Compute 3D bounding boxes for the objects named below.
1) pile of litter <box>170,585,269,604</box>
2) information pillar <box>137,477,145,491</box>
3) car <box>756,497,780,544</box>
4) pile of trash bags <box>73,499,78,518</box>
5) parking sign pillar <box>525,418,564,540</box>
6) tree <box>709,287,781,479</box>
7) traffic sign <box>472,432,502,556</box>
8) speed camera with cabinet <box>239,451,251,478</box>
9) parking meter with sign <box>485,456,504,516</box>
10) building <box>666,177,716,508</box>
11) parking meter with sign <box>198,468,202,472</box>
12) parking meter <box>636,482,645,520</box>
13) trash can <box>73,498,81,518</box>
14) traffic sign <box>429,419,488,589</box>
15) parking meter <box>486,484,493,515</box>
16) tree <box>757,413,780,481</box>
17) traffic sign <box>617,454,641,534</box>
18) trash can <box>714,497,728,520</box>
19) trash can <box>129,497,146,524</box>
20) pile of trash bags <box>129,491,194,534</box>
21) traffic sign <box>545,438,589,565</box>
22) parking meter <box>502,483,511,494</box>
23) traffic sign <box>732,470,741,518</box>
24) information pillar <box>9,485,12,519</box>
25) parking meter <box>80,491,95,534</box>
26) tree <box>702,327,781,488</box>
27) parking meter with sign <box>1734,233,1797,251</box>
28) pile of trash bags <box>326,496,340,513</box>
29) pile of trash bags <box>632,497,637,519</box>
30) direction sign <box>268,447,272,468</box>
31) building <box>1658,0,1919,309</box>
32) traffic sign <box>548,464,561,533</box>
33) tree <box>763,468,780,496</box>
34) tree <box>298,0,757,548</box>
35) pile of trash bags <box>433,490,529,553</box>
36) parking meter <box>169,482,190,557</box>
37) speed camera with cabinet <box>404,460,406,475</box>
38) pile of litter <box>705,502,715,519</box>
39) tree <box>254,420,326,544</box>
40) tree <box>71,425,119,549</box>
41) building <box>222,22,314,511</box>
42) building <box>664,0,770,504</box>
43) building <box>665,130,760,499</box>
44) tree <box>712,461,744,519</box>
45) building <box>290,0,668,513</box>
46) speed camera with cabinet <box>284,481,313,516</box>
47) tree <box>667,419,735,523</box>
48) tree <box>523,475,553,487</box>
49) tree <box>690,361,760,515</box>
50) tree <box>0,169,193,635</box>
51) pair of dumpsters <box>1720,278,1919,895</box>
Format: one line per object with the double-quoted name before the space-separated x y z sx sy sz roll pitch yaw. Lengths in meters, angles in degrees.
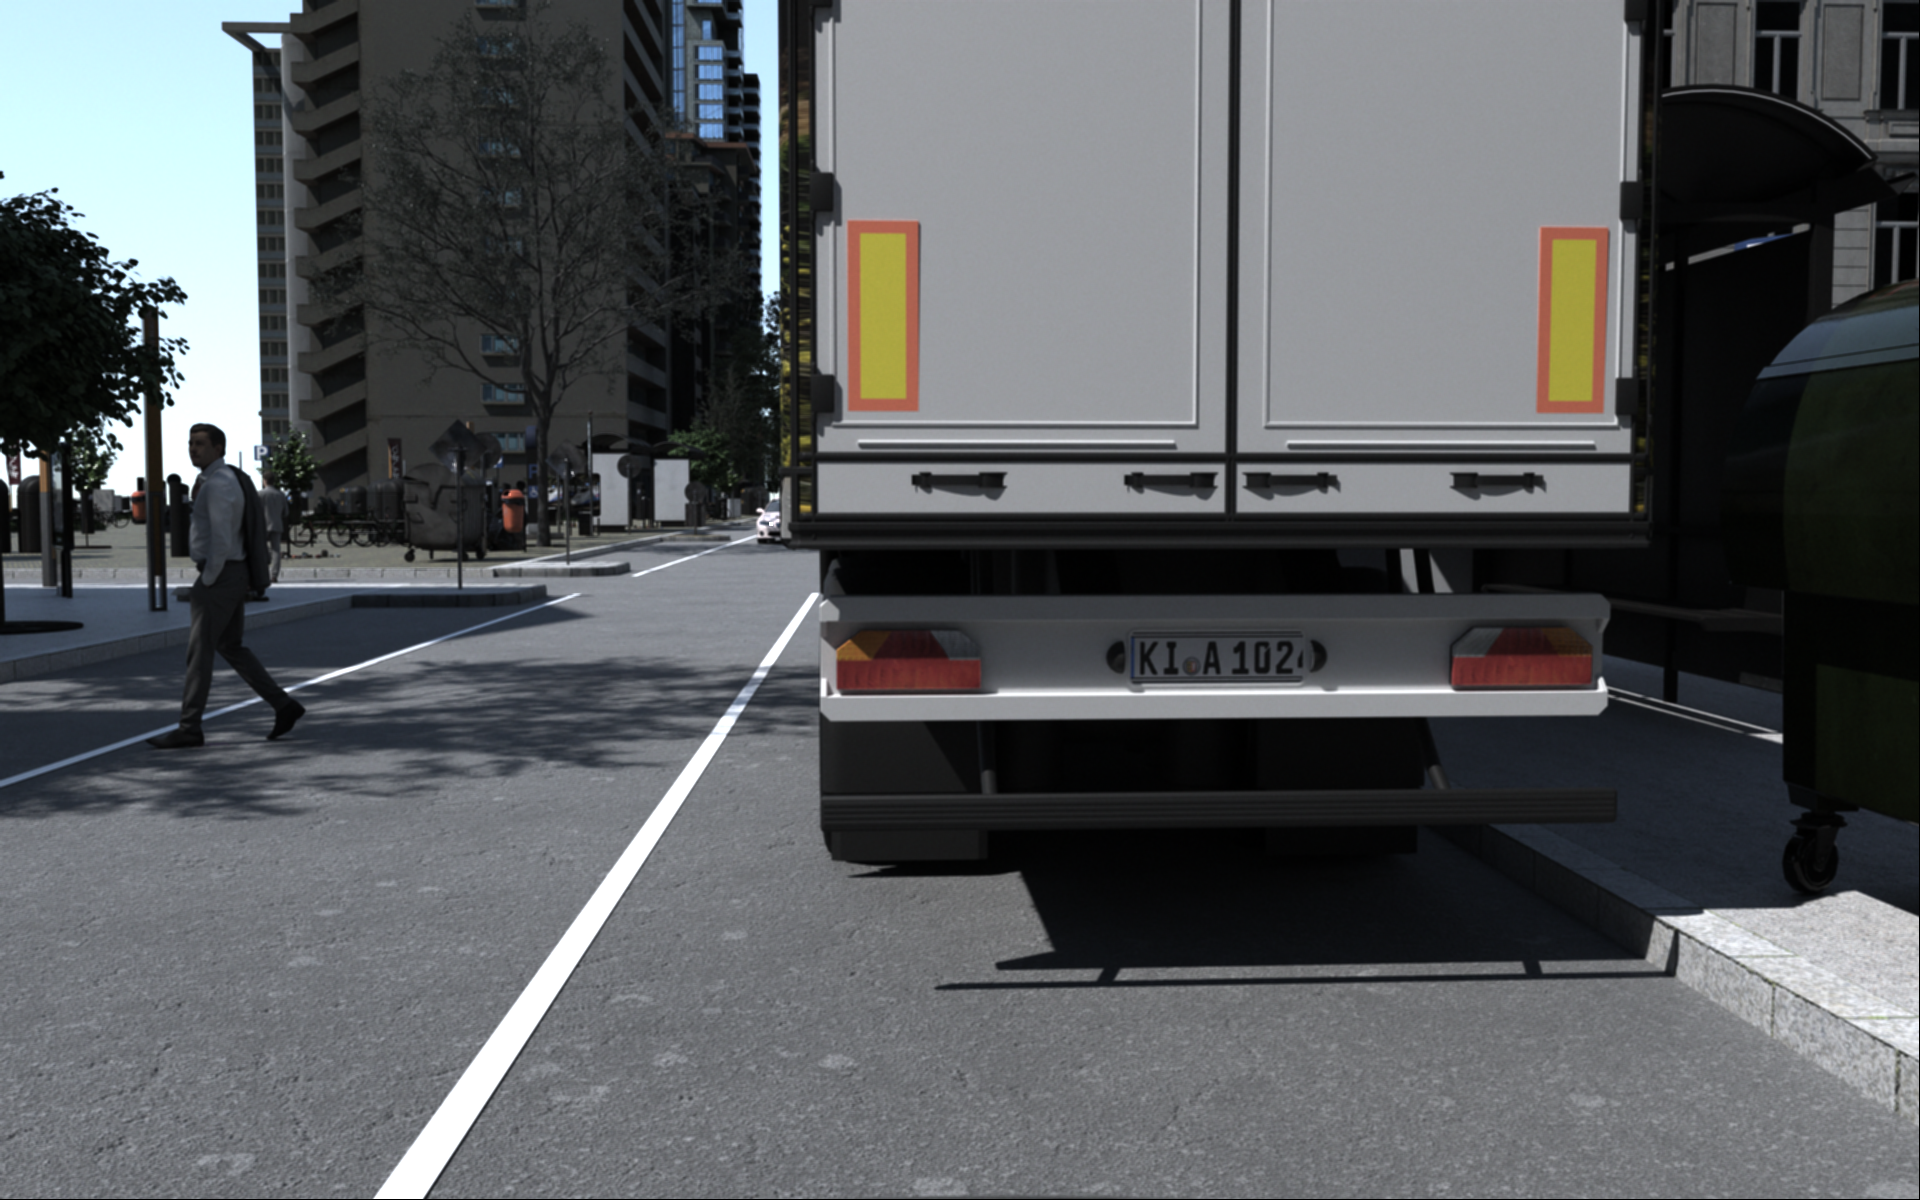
"pile of litter" -8.883 -0.420 20.828 1.176 0.858 1.719 -1 4 -8
"information pillar" -35.476 -4.316 75.057 0.304 2.012 0.304 -1 4 -22
"car" -4.975 -2.403 51.651 2.083 1.381 4.827 0 4 -1
"pile of trash bags" -44.657 -4.638 85.584 1.912 1.369 3.447 -2 4 -27
"parking sign pillar" -11.969 -3.705 49.046 1.447 3.967 1.447 0 4 -6
"tree" -13.639 -17.388 140.181 12.611 20.169 13.585 0 3 0
"traffic sign" -9.836 -2.181 35.757 0.768 2.556 0.104 0 4 -2
"speed camera with cabinet" -33.624 -5.199 79.346 2.038 3.252 0.660 -2 4 -34
"parking meter with sign" -21.114 -5.000 78.018 0.543 3.016 1.738 0 4 6
"building" -30.195 -23.685 158.945 14.160 30.474 14.107 0 4 -2
"parking meter with sign" -38.166 -5.663 88.853 0.543 3.016 1.738 2 4 27
"parking meter" -15.688 -4.857 85.118 0.399 1.863 0.255 2 4 30
"trash can" -35.782 -3.584 70.245 0.748 1.137 0.748 0 3 0
"traffic sign" -6.735 -1.201 23.286 0.795 2.450 0.064 0 4 -2
"parking meter" -11.956 -2.153 43.617 0.372 1.533 0.369 0 3 0
"tree" -16.833 -16.208 182.015 9.611 12.733 9.660 0 3 0
"traffic sign" -10.583 -3.382 55.398 0.768 2.556 0.104 0 4 4
"trash can" -11.874 -4.555 86.135 0.748 1.137 0.748 0 3 0
"trash can" -34.911 -3.794 73.688 0.748 1.137 0.748 0 3 0
"pile of trash bags" -26.041 -2.925 57.573 1.912 1.369 3.447 2 4 23
"traffic sign" -7.084 -1.689 31.263 0.795 2.450 0.064 0 4 -2
"parking meter" -23.580 -5.164 90.135 0.255 1.863 0.399 3 5 40
"traffic sign" -11.735 -5.473 89.484 0.884 2.594 0.081 0 4 6
"information pillar" -49.183 -6.013 89.668 0.183 3.616 0.504 -2 4 -32
"parking meter" -28.108 -2.898 55.786 0.372 1.533 0.369 0 3 0
"tree" -13.912 -12.226 118.016 7.486 12.596 7.792 0 3 0
"parking meter with sign" 6.186 -0.979 12.274 1.738 3.016 0.543 -2 4 -35
"pile of trash bags" -36.218 -5.679 102.607 3.447 1.369 1.912 2 4 30
"pile of trash bags" -17.211 -4.779 87.895 3.447 1.369 1.912 -2 4 -25
"direction sign" -33.165 -5.586 83.320 0.379 3.537 0.876 -2 4 -30
"building" 31.775 -16.636 48.414 44.131 29.872 17.030 0 4 -2
"traffic sign" -12.275 -3.234 52.983 0.768 2.556 0.104 0 4 7
"tree" -14.137 -8.344 131.018 1.663 3.219 1.824 0 3 0
"tree" -10.162 -8.042 41.851 12.009 13.543 11.850 0 3 0
"pile of trash bags" -10.559 -1.778 38.822 1.912 1.369 3.447 -3 4 -38
"parking meter" -15.912 -1.646 35.328 0.372 1.533 0.369 0 3 0
"speed camera with cabinet" -32.669 -6.600 102.251 0.660 3.252 2.038 0 4 4
"pile of litter" -13.332 -4.735 91.377 1.176 0.858 1.719 3 5 41
"tree" -17.468 -3.108 45.422 1.663 3.219 1.824 0 3 0
"tree" -20.729 -2.822 40.741 1.663 3.219 1.824 0 3 0
"building" -38.383 -27.362 139.257 32.217 40.220 23.993 0 4 -2
"building" -37.417 -56.671 239.235 22.319 86.520 31.000 0 4 -2
"building" -36.156 -34.008 210.651 22.147 44.769 28.867 0 4 -2
"tree" -11.978 -5.724 88.196 1.663 3.219 1.824 0 3 0
"building" -31.795 -30.129 116.309 21.300 48.544 21.600 0 4 -2
"speed camera with cabinet" -37.396 -6.338 97.957 0.660 3.252 2.038 1 4 12
"tree" -11.409 -5.652 76.128 4.285 4.588 4.351 0 3 0
"tree" -23.450 -6.217 96.255 1.663 3.219 1.824 0 3 0
"tree" -13.232 -8.940 96.539 4.360 8.622 3.978 0 3 0
"tree" -9.181 -1.992 16.291 4.285 4.588 4.351 0 3 0
"pair of dumpsters" 3.347 -0.062 3.512 1.574 2.255 4.437 0 4 -2
